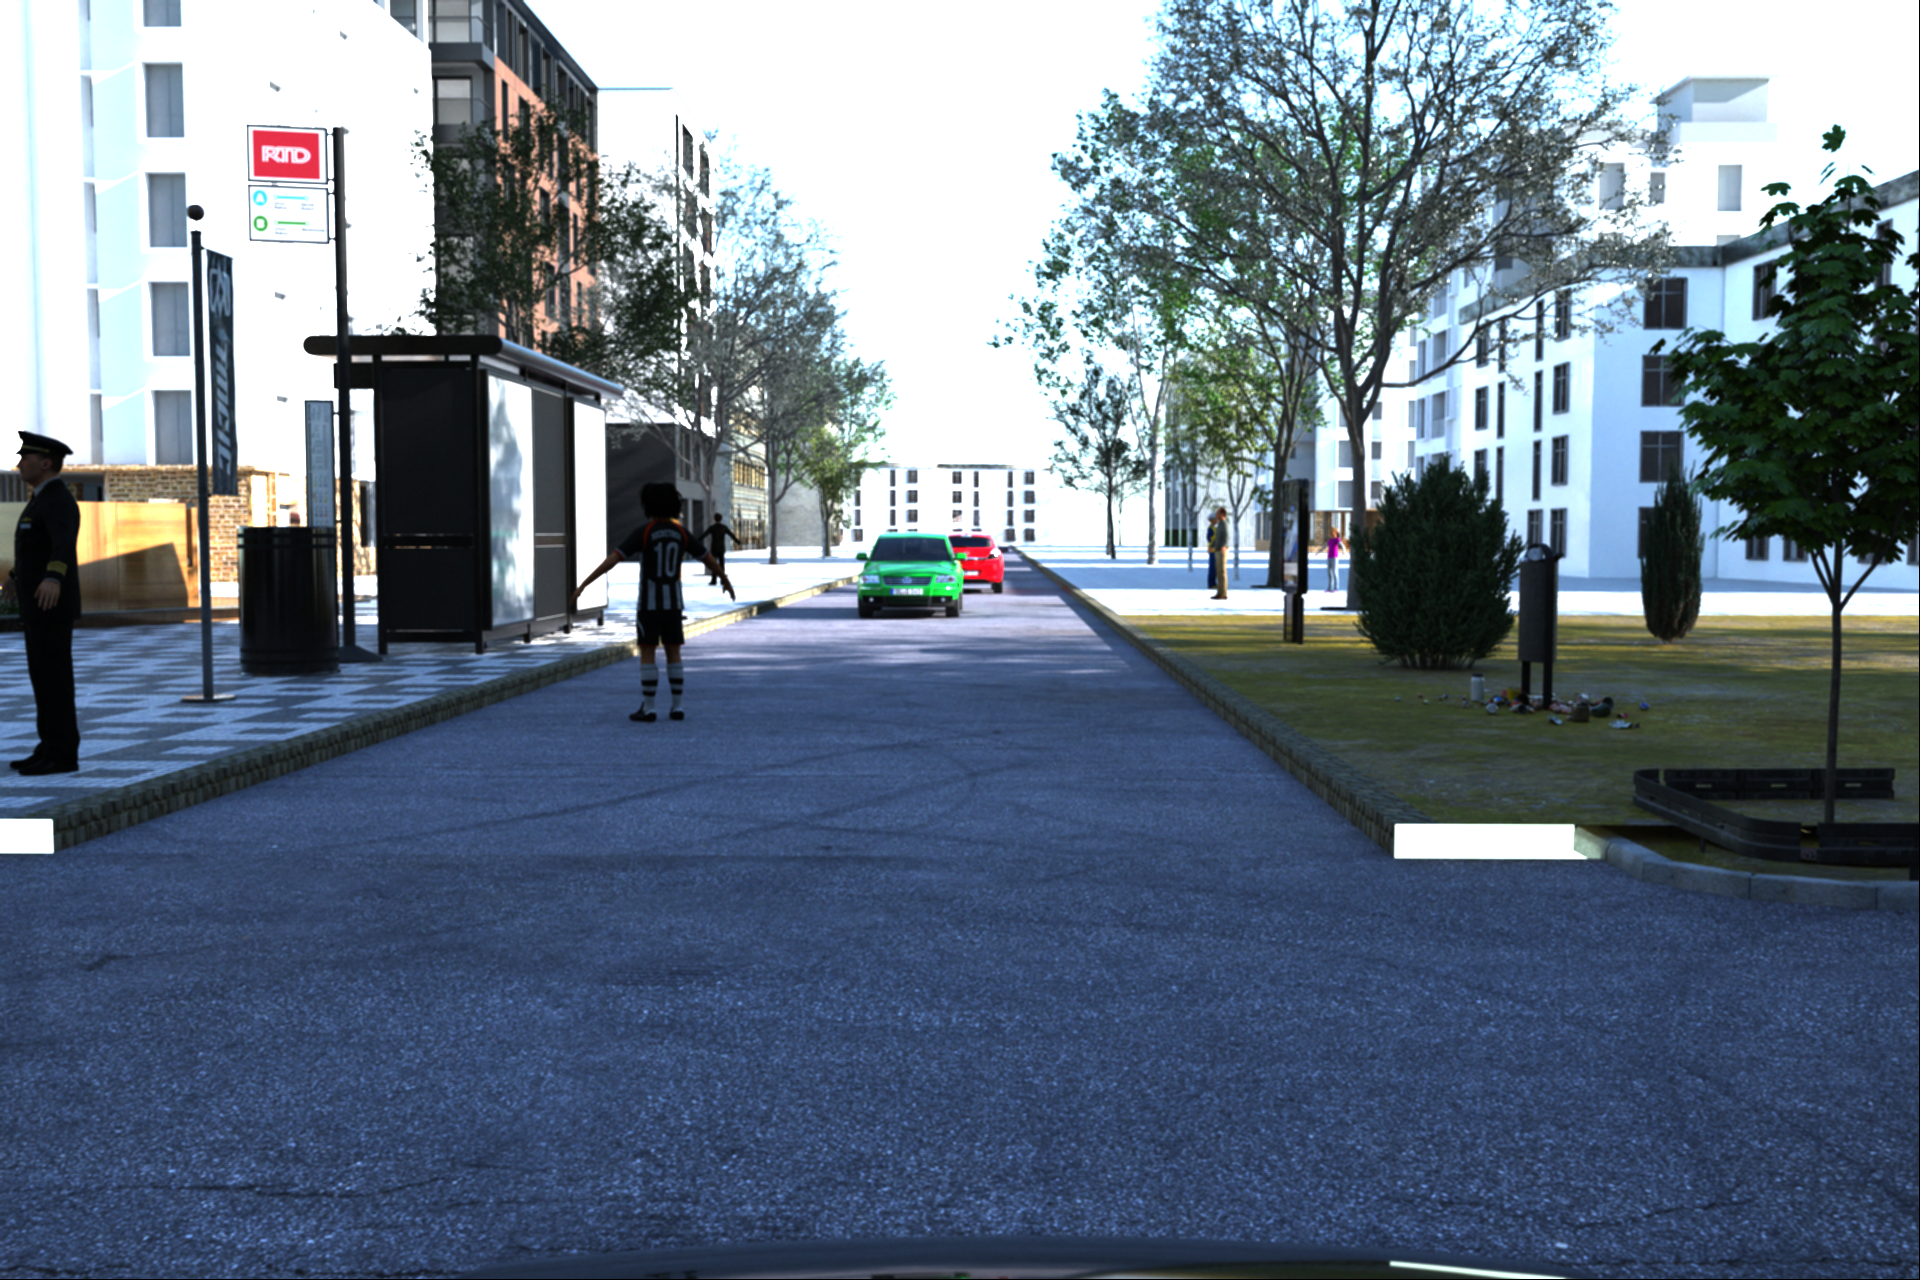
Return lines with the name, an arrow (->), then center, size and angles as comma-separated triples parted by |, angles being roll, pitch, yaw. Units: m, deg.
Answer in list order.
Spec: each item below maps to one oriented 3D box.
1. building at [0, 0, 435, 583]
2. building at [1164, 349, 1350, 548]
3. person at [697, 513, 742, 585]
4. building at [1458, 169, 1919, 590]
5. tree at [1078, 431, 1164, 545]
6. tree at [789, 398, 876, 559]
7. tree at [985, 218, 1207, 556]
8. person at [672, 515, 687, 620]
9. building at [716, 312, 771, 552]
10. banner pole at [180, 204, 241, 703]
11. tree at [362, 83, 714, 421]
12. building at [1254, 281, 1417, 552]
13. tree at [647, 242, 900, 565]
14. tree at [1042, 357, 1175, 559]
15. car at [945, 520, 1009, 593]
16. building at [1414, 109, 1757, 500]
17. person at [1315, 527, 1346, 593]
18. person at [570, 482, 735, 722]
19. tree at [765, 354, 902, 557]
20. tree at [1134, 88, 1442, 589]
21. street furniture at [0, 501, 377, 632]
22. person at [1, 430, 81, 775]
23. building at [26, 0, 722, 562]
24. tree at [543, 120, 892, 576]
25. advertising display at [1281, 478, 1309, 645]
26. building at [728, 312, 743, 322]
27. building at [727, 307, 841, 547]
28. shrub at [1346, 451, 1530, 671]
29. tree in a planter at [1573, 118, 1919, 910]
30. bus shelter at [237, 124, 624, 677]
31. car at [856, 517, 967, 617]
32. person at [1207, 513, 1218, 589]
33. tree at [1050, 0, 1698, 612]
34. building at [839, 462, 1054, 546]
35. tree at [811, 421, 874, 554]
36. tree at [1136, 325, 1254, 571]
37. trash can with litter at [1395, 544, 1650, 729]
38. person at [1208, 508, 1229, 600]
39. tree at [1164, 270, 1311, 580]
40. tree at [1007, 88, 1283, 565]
building -> -23.460, -11.666, 47.153 | 16.016, 20.090, 11.380 | 0, 4, 2
building -> 30.525, -18.828, 174.303 | 16.747, 18.905, 31.486 | 0, 4, 1
person -> -6.076, -2.276, 43.391 | 1.347, 1.806, 0.705 | -2, 4, -29
building -> 22.924, -6.636, 50.652 | 9.099, 9.664, 28.070 | 0, 4, 1
tree -> 18.338, -17.687, 199.558 | 12.009, 13.543, 11.850 | 0, 3, 0
tree -> -6.756, -8.430, 88.196 | 4.737, 8.622, 4.395 | 0, 3, 0
tree -> 8.179, -15.183, 104.130 | 12.611, 20.169, 13.585 | 0, 3, 0
person -> -4.286, -1.226, 25.809 | 0.705, 1.858, 1.354 | -3, 5, -43
building -> -25.495, -18.547, 134.165 | 19.493, 23.208, 18.063 | 0, 4, 1
banner pole -> -5.791, -1.434, 13.471 | 0.401, 3.779, 0.863 | 0, 4, 1
tree -> -8.494, -6.161, 35.139 | 8.767, 10.594, 7.601 | 2, 4, 29
building -> 28.231, -17.011, 134.544 | 16.016, 20.090, 11.380 | 0, 4, 2
tree -> -7.654, -9.886, 72.005 | 12.009, 13.543, 11.850 | 0, 3, 0
tree -> 7.710, -9.547, 90.510 | 7.601, 10.594, 8.767 | 1, 4, 9
car -> 0.152, -2.094, 43.270 | 2.155, 1.783, 4.494 | 0, 4, 0
building -> 27.519, -13.898, 83.648 | 16.016, 20.090, 11.380 | 0, 4, 2
person -> 8.093, -1.745, 37.798 | 0.599, 1.433, 0.991 | -2, 4, -28
person -> -2.313, -0.288, 13.305 | 1.345, 1.843, 0.704 | -2, 4, -32
tree -> -7.328, -10.498, 97.405 | 9.928, 11.665, 9.643 | 0, 3, 0
tree -> 7.673, -7.042, 40.886 | 9.928, 11.665, 9.643 | 0, 3, 0
street furniture -> -15.073, -1.200, 26.478 | 9.812, 1.723, 11.010 | 2, 4, 27
person -> -4.959, -0.209, 9.358 | 0.705, 1.837, 1.347 | -3, 4, -36
building -> -27.085, -14.294, 77.687 | 27.936, 21.610, 32.646 | 0, 4, 1
tree -> -7.707, -8.688, 52.423 | 12.009, 13.543, 11.850 | 0, 3, 0
advertising display -> 3.951, -0.933, 20.466 | 0.123, 1.923, 0.974 | 0, 4, -1
building -> -23.758, -17.890, 148.920 | 16.016, 20.090, 11.380 | 0, 4, 0
building -> -22.343, -21.188, 177.358 | 19.493, 23.208, 18.063 | 0, 4, 1
shrub -> 4.544, -0.762, 16.508 | 1.661, 2.075, 1.752 | 0, 3, 0
tree in a planter -> 3.816, -0.628, 7.498 | 1.991, 3.239, 1.994 | 0, 4, 1
bus shelter -> -5.843, -2.575, 19.734 | 2.179, 5.291, 8.768 | 0, 4, 1
car -> -0.852, -1.368, 31.169 | 1.959, 1.807, 4.718 | 0, 4, 1
person -> 6.018, -2.086, 40.578 | 0.721, 1.772, 1.216 | 2, 4, 23
tree -> 6.635, -7.228, 28.552 | 12.009, 13.543, 11.850 | 0, 3, 0
building -> -3.086, -15.783, 202.653 | 28.070, 9.664, 9.099 | 0, 4, -5
tree -> -6.906, -9.836, 111.179 | 4.360, 8.622, 3.978 | 0, 3, 0
tree -> 7.921, -6.674, 59.478 | 4.360, 8.622, 3.978 | 0, 3, 0
trash can with litter -> 4.173, -0.085, 12.453 | 1.678, 1.210, 2.233 | 0, 4, 1
person -> 5.102, -1.696, 34.002 | 0.705, 1.796, 1.348 | 0, 4, -3
tree -> 7.682, -5.966, 47.899 | 4.737, 8.622, 4.395 | 0, 3, 0
tree -> 8.167, -13.261, 72.702 | 12.611, 20.169, 13.585 | 0, 3, 0
